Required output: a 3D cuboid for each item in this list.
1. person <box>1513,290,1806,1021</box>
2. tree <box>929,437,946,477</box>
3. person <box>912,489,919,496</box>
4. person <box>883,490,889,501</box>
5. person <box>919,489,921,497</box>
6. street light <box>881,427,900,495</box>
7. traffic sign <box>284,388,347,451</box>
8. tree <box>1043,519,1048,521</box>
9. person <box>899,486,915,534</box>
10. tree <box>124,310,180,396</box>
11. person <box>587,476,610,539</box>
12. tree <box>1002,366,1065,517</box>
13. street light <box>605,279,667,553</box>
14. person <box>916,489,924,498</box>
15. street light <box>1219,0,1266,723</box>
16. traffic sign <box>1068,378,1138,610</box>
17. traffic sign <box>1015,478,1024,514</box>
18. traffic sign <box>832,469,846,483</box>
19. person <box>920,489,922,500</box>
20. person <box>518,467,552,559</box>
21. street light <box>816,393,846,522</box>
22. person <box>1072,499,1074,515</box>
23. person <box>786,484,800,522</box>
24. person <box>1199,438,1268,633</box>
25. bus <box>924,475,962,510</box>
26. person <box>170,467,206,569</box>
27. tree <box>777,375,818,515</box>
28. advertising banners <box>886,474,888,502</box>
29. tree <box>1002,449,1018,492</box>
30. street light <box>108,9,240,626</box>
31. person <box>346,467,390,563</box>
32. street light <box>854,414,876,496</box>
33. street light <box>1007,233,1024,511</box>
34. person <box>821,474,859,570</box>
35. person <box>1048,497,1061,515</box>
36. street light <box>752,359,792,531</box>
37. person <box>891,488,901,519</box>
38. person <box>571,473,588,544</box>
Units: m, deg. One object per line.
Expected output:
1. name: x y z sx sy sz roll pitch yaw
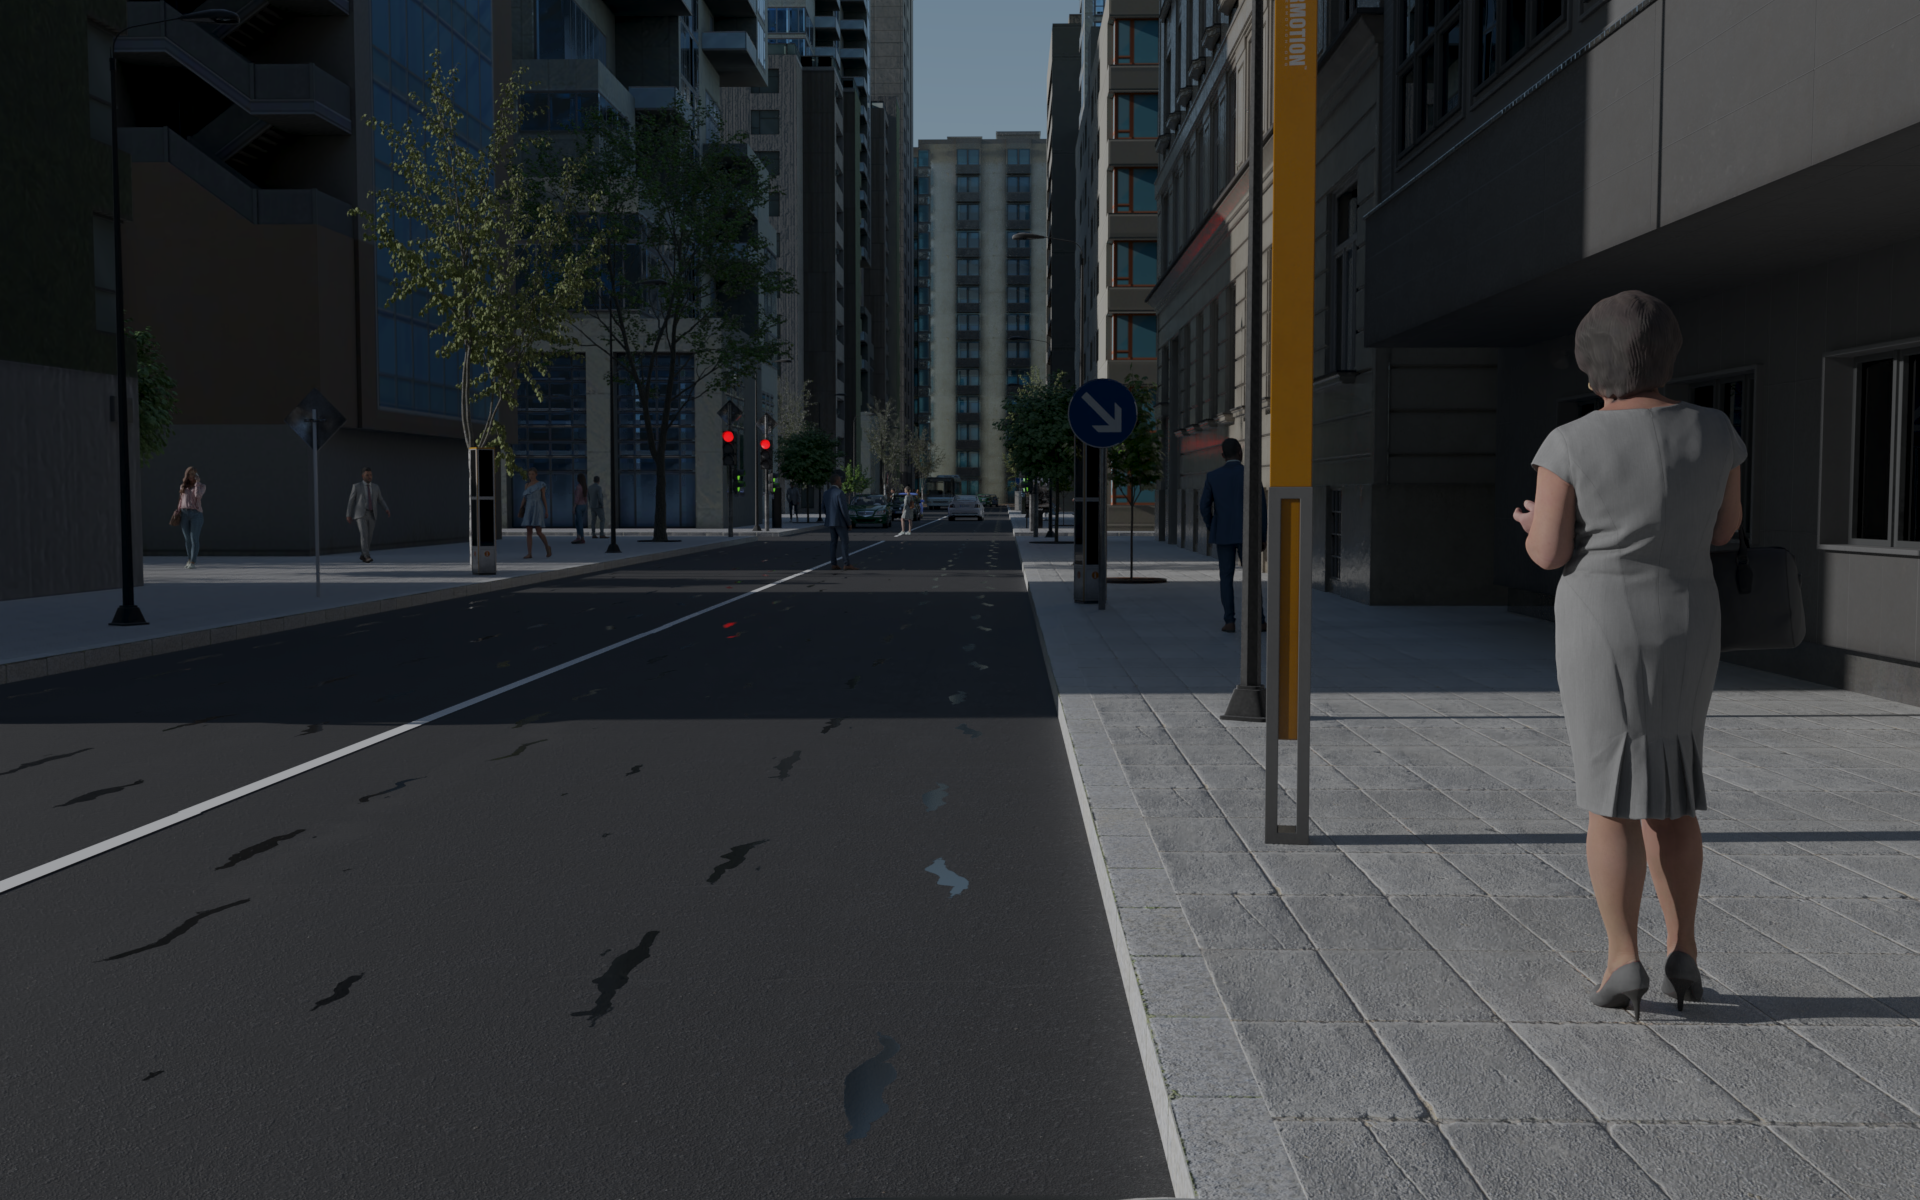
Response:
1. person: 1.747 0.125 4.361 0.716 1.782 0.532 0 4 -1
2. tree: -3.825 -14.284 183.899 4.360 8.622 3.978 0 3 0
3. person: -4.660 -10.329 174.909 1.348 1.826 0.705 2 4 29
4. person: -6.304 -8.616 148.382 0.415 1.643 0.593 3 4 37
5. person: -4.565 -11.359 191.390 0.705 1.869 1.348 1 4 17
6. street light: -4.877 -9.033 120.238 1.470 5.913 1.316 0 4 1
7. traffic sign: -7.987 -1.329 21.465 0.795 2.593 0.064 0 4 3
8. tree: 4.044 -4.550 69.001 1.663 3.219 1.824 0 3 0
9. person: -1.843 -3.175 61.418 0.522 1.701 0.512 2 4 28
10. tree: -14.046 -2.679 27.524 4.285 4.588 4.351 0 3 0
11. person: -10.496 -2.686 50.052 0.635 1.810 0.391 2 4 28
12. tree: 4.726 -9.013 97.730 4.737 8.622 4.395 0 3 0
13. street light: -7.026 -3.981 37.628 1.470 5.913 1.316 0 4 1
14. person: -4.539 -11.059 186.956 1.348 1.812 0.705 -1 4 -19
15. street light: 1.119 -2.275 9.738 1.470 5.913 1.316 0 4 1
16. traffic sign: 1.575 -1.164 19.138 0.768 2.556 0.104 1 4 10
17. traffic sign: 3.891 -6.704 109.719 0.768 2.556 0.104 0 4 5
18. traffic sign: -6.205 -5.403 88.442 0.768 2.556 0.104 1 4 10
19. person: -4.386 -11.820 199.265 0.705 1.831 1.348 0 4 -5
20. person: -8.490 -1.735 34.498 0.616 1.811 0.778 2 4 24
21. street light: -5.933 -6.567 79.919 1.470 5.913 1.316 0 4 1
22. person: 6.955 -5.912 103.101 0.834 1.777 0.661 -2 4 -30
23. person: -7.657 -4.500 79.465 0.661 1.843 0.795 0 4 6
24. person: 2.583 -0.602 16.074 0.721 1.800 0.419 0 4 6
25. bus: -1.463 -10.225 162.046 2.948 3.499 13.247 0 4 3
26. person: -13.296 -1.426 29.946 0.593 1.750 0.643 0 4 3
27. tree: -10.280 -9.462 105.065 4.360 8.622 3.978 0 3 0
28. advertising banners: -5.133 -7.738 122.710 0.090 3.025 2.074 0 4 0
29. tree: 6.576 -15.265 199.944 4.360 8.622 3.978 0 3 0
30. street light: -7.606 -2.706 16.777 1.470 5.913 1.316 0 4 1
31. person: -11.078 -1.592 32.345 0.678 1.792 0.850 -3 5 -42
32. street light: -5.564 -7.801 100.082 1.470 5.913 1.316 0 4 1
33. street light: 1.633 -3.572 30.945 1.470 5.913 1.316 0 4 1
34. person: -2.300 -1.470 32.712 0.721 1.800 0.419 2 4 34
35. person: 5.260 -5.374 99.400 0.738 1.151 1.012 -2 4 -24
36. street light: -6.482 -5.335 59.760 1.470 5.913 1.316 0 4 1
37. person: -3.741 -5.528 99.238 0.721 1.781 0.623 -3 5 -43
38. person: -9.777 -2.357 44.596 0.388 1.821 0.555 1 4 10
